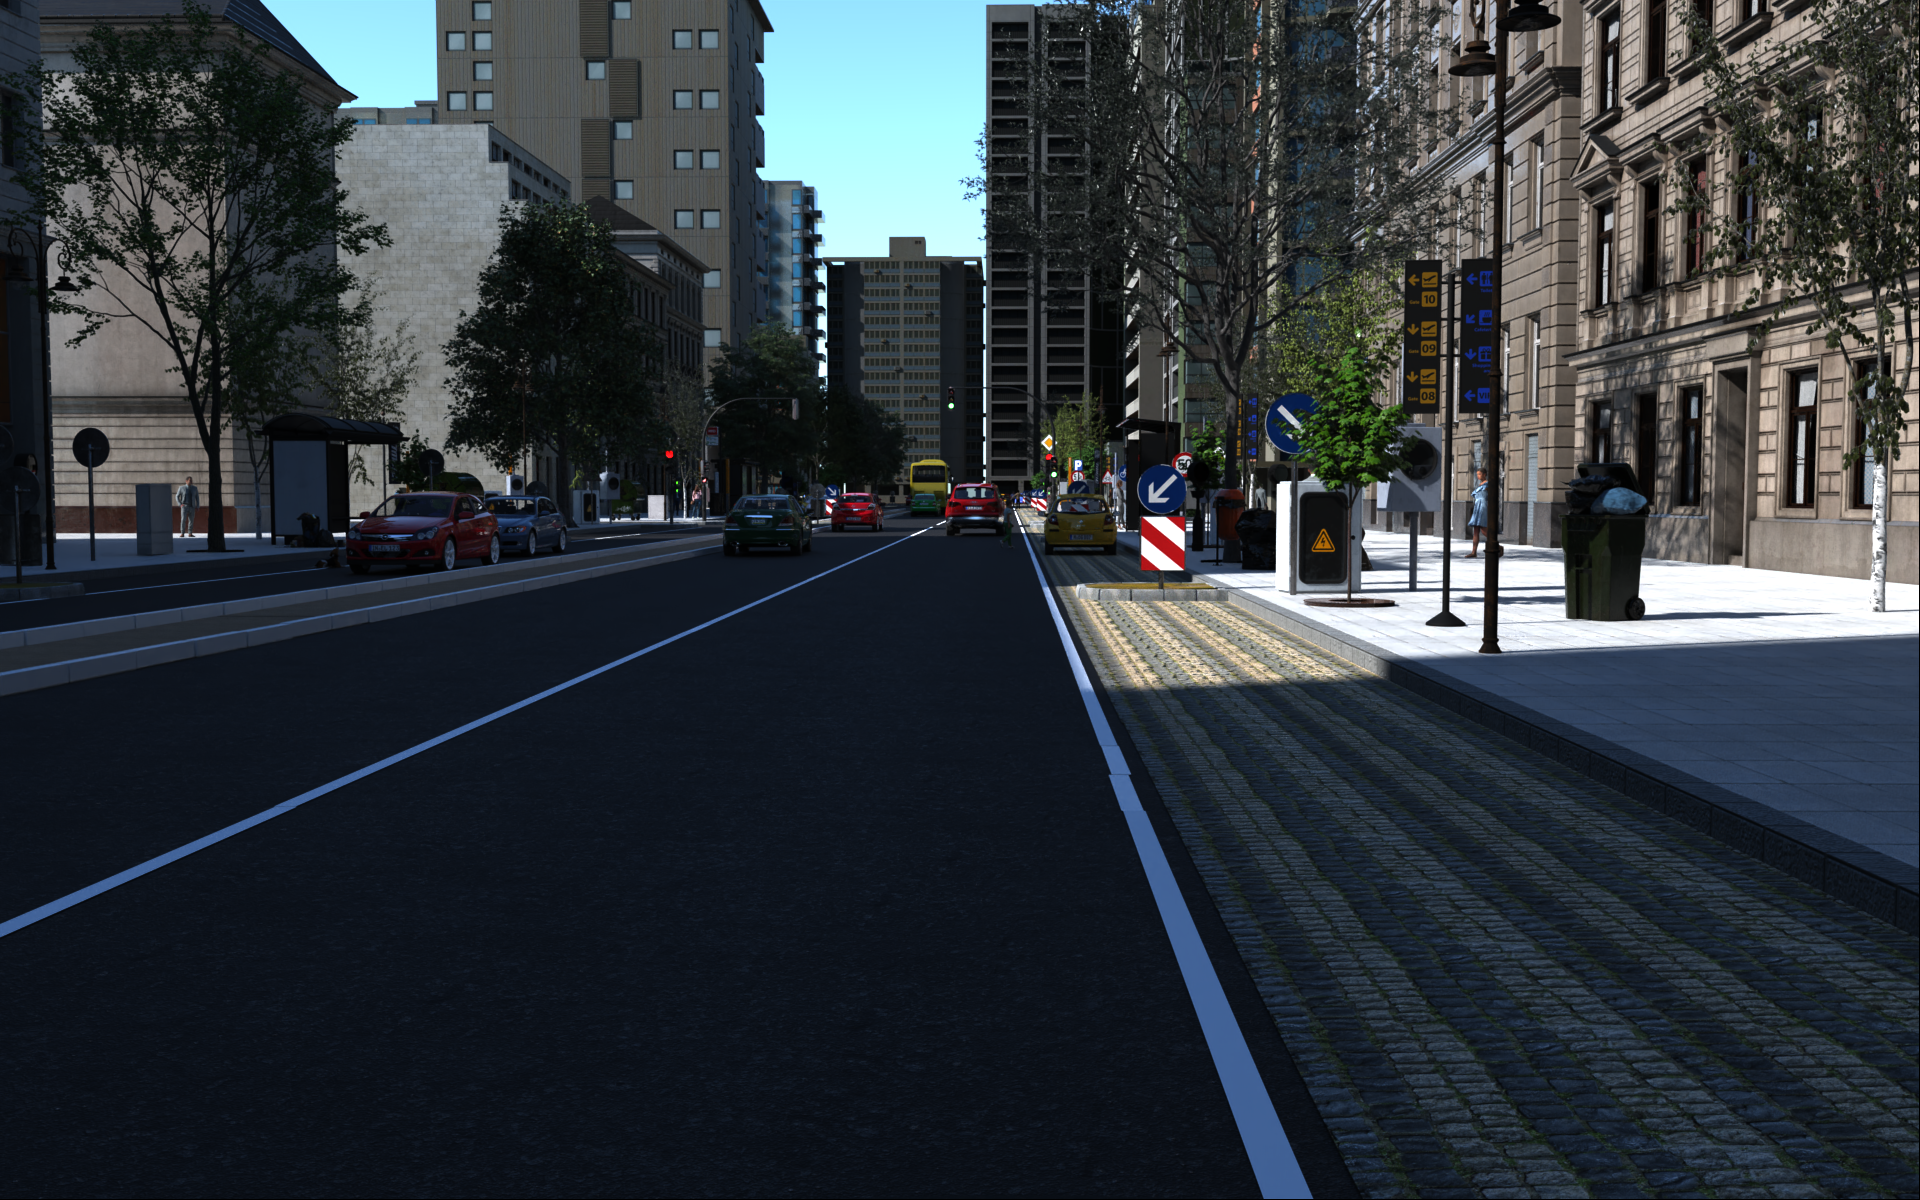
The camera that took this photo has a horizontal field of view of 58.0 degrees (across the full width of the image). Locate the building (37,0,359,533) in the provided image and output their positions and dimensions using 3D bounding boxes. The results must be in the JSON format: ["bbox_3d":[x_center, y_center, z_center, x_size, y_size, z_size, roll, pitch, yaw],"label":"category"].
[{"bbox_3d":[-32.526,-12.004,60.885,19.286,19.102,10.561,0,4,2],"label":"building"}]

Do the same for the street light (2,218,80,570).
[{"bbox_3d":[-15.488,-3.458,29.327,0.468,5.910,1.993,0,4,2],"label":"street light"}]

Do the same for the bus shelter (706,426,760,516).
[{"bbox_3d":[-13.882,-7.806,105.263,2.179,5.291,8.768,0,4,2],"label":"bus shelter"}]

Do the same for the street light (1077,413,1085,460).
[{"bbox_3d":[6.754,-7.594,96.943,0.468,5.910,1.993,0,4,2],"label":"street light"}]

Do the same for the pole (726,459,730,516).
[{"bbox_3d":[-13.441,-6.510,100.274,0.158,3.312,0.155,0,3,0],"label":"pole"}]

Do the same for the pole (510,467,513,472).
[{"bbox_3d":[-21.693,-5.495,83.680,0.158,3.312,0.155,0,3,0],"label":"pole"}]

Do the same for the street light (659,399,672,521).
[{"bbox_3d":[-14.097,-6.719,82.647,0.468,5.910,1.993,0,4,2],"label":"street light"}]

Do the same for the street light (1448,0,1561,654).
[{"bbox_3d":[4.285,-2.509,13.818,0.468,5.910,1.993,0,4,2],"label":"street light"}]

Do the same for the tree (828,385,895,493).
[{"bbox_3d":[-11.853,-17.326,193.645,12.009,13.543,11.850,0,3,0],"label":"tree"}]

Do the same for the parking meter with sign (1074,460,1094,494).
[{"bbox_3d":[6.589,-5.677,89.084,0.543,3.016,1.738,3,5,40],"label":"parking meter with sign"}]

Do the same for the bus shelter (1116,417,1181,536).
[{"bbox_3d":[6.070,-3.961,56.042,1.731,3.624,6.357,0,4,2],"label":"bus shelter"}]

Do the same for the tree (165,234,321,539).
[{"bbox_3d":[-19.882,-6.010,48.623,4.737,8.622,4.395,0,3,0],"label":"tree"}]

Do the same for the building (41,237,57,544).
[{"bbox_3d":[-29.434,-15.436,29.870,11.434,29.767,29.804,0,4,2],"label":"building"}]

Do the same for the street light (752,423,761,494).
[{"bbox_3d":[-13.218,-8.560,112.750,0.468,5.910,1.993,0,4,2],"label":"street light"}]

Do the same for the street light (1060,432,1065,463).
[{"bbox_3d":[7.499,-9.389,126.290,0.468,5.910,1.993,0,4,2],"label":"street light"}]

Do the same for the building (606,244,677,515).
[{"bbox_3d":[-25.988,-15.391,116.265,10.561,19.102,19.286,0,4,2],"label":"building"}]

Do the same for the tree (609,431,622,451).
[{"bbox_3d":[-18.762,-9.121,99.498,4.360,8.622,3.978,0,3,0],"label":"tree"}]

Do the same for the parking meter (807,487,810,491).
[{"bbox_3d":[-13.143,-8.832,150.115,0.399,1.863,0.255,2,4,33],"label":"parking meter"}]

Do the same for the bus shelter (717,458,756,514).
[{"bbox_3d":[-14.772,-7.577,115.165,1.731,3.624,6.357,0,4,2],"label":"bus shelter"}]

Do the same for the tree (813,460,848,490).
[{"bbox_3d":[-12.409,-11.171,166.351,4.285,4.588,4.351,0,3,0],"label":"tree"}]

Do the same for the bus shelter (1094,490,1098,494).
[{"bbox_3d":[9.540,-8.587,131.688,1.731,3.624,6.357,0,4,2],"label":"bus shelter"}]

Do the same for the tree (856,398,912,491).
[{"bbox_3d":[-11.050,-19.603,227.171,9.857,13.997,8.962,0,3,0],"label":"tree"}]

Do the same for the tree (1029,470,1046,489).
[{"bbox_3d":[10.730,-15.000,228.967,4.285,4.588,4.351,0,3,0],"label":"tree"}]

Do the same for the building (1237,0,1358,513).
[{"bbox_3d":[29.393,-27.256,100.254,28.867,44.769,22.147,0,4,2],"label":"building"}]

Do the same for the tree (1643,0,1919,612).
[{"bbox_3d":[9.759,-4.176,18.646,4.360,8.622,3.978,0,3,0],"label":"tree"}]

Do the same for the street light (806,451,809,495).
[{"bbox_3d":[-12.508,-10.377,142.455,0.468,5.910,1.993,0,4,2],"label":"street light"}]

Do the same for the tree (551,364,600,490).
[{"bbox_3d":[-19.898,-8.621,91.319,4.737,8.622,4.395,0,3,0],"label":"tree"}]

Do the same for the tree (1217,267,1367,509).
[{"bbox_3d":[11.088,-6.407,55.123,4.360,8.622,3.978,0,3,0],"label":"tree"}]

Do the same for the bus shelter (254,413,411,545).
[{"bbox_3d":[-16.549,-3.190,46.074,2.014,3.302,5.546,0,4,2],"label":"bus shelter"}]

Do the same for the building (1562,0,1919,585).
[{"bbox_3d":[18.384,-10.121,30.111,10.561,19.102,19.286,0,4,2],"label":"building"}]

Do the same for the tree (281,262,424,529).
[{"bbox_3d":[-19.669,-6.470,56.146,4.360,8.622,3.978,0,3,0],"label":"tree"}]

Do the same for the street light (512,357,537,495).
[{"bbox_3d":[-14.741,-5.253,58.674,0.468,5.910,1.993,0,4,2],"label":"street light"}]

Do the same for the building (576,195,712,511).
[{"bbox_3d":[-26.620,-18.794,136.167,11.050,23.489,19.941,0,4,2],"label":"building"}]

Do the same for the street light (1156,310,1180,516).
[{"bbox_3d":[5.223,-4.335,43.672,0.468,5.910,1.993,0,4,2],"label":"street light"}]

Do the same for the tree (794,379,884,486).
[{"bbox_3d":[-12.537,-15.679,173.361,9.611,12.733,9.660,0,3,0],"label":"tree"}]

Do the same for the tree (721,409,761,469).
[{"bbox_3d":[-17.041,-11.364,136.158,4.737,8.622,4.395,0,3,0],"label":"tree"}]

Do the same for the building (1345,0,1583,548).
[{"bbox_3d":[19.906,-15.579,51.980,12.463,27.353,25.104,0,4,2],"label":"building"}]

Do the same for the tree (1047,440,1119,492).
[{"bbox_3d":[7.949,-7.431,105.213,4.285,4.588,4.351,0,3,0],"label":"tree"}]

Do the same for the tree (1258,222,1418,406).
[{"bbox_3d":[9.916,-5.756,44.467,4.737,8.622,4.395,0,3,0],"label":"tree"}]

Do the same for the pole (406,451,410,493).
[{"bbox_3d":[-26.166,-5.399,82.114,0.158,3.312,0.155,0,3,0],"label":"pole"}]

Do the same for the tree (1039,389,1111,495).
[{"bbox_3d":[8.523,-10.510,122.202,4.737,8.622,4.395,0,3,0],"label":"tree"}]

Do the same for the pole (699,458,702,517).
[{"bbox_3d":[-14.518,-6.303,96.896,0.158,3.312,0.155,0,3,0],"label":"pole"}]

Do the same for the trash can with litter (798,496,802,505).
[{"bbox_3d":[-12.533,-7.678,136.929,1.055,1.170,0.624,1,4,15],"label":"trash can with litter"}]

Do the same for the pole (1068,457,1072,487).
[{"bbox_3d":[6.119,-6.261,96.210,0.158,3.312,0.155,0,3,0],"label":"pole"}]

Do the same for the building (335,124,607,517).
[{"bbox_3d":[-27.220,-14.891,98.216,10.420,20.320,16.860,0,4,2],"label":"building"}]

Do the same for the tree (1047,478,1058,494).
[{"bbox_3d":[9.542,-11.062,175.459,1.663,3.219,1.824,0,3,0],"label":"tree"}]

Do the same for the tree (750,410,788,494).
[{"bbox_3d":[-15.686,-11.778,142.931,4.360,8.622,3.978,0,3,0],"label":"tree"}]

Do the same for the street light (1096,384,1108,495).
[{"bbox_3d":[5.954,-6.132,73.041,0.468,5.910,1.993,0,4,2],"label":"street light"}]

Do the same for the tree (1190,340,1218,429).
[{"bbox_3d":[10.564,-6.889,63.001,4.360,8.622,3.978,0,3,0],"label":"tree"}]
